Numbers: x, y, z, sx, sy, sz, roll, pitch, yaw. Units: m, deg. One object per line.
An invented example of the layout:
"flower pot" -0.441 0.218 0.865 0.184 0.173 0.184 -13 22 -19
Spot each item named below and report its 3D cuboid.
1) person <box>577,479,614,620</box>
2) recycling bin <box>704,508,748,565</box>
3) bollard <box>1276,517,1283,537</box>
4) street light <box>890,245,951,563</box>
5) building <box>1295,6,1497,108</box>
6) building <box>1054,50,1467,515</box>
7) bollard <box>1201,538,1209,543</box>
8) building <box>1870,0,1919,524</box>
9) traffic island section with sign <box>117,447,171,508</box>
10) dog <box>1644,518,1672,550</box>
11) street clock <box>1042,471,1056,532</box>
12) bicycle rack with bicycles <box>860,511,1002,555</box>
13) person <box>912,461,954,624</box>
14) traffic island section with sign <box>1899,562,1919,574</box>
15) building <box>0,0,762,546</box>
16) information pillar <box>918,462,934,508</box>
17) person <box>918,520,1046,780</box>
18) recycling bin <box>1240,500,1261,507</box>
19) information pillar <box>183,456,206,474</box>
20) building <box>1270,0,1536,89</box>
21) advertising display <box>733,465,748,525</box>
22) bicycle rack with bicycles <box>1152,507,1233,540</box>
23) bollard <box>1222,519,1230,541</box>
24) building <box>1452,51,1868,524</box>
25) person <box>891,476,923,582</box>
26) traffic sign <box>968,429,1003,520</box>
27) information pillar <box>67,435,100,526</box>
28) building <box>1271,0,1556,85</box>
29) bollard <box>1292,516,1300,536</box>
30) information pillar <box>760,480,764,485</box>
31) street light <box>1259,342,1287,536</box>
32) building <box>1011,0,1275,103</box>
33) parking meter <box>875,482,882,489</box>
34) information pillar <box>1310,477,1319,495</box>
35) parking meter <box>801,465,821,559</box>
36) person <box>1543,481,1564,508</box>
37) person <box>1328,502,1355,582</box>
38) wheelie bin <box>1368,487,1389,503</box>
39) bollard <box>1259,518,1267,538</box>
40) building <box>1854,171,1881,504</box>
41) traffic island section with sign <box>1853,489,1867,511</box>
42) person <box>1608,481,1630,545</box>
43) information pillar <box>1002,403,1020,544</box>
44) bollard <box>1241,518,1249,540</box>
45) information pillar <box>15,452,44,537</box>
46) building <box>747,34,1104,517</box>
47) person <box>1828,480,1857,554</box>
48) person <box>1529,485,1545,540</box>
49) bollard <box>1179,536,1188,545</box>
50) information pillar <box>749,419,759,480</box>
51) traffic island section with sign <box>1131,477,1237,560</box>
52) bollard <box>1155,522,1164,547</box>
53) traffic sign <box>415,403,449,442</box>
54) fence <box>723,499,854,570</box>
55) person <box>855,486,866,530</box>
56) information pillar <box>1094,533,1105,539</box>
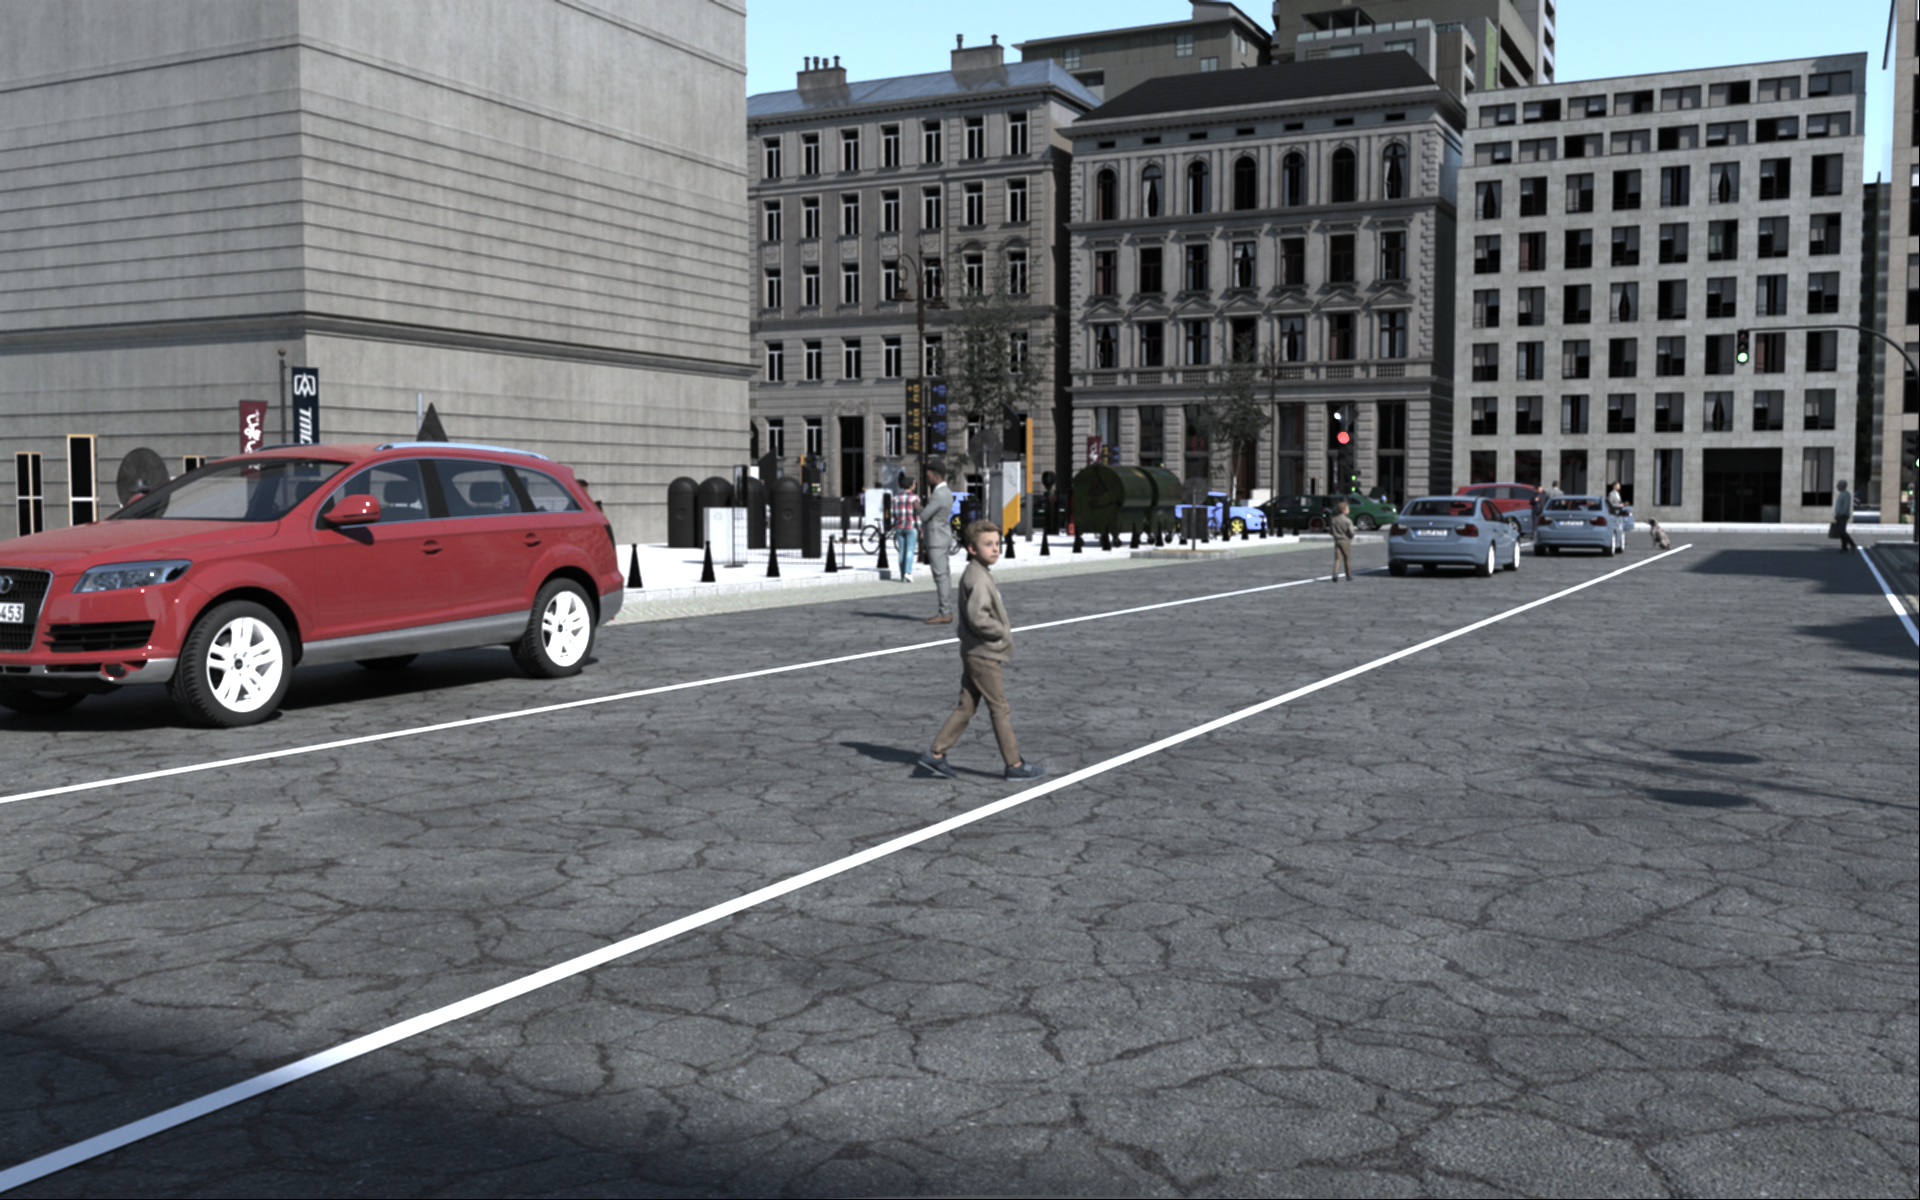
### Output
"person" -4.159 -0.548 19.323 0.647 1.594 0.662 1 4 19
"recycling bin" -4.321 -1.184 31.914 0.722 1.027 0.722 -1 4 -16
"bollard" 9.564 -2.185 51.763 0.229 0.601 0.229 0 3 0
"street light" -0.729 -3.641 32.321 0.468 5.910 1.993 2 4 26
"building" 36.850 -28.356 147.210 14.154 41.232 14.086 2 4 26
"building" 16.229 -15.991 90.334 19.941 23.489 11.050 2 4 26
"bollard" 6.443 -1.803 45.518 0.229 0.601 0.229 0 3 0
"building" 58.655 -16.477 73.909 34.151 26.468 19.350 2 4 26
"traffic island section with sign" -7.202 -0.334 14.086 1.989 1.847 2.006 2 4 26
"dog" 18.076 -1.695 44.557 0.513 0.831 0.800 -1 4 -19
"street clock" 2.816 -3.089 55.070 0.358 2.002 0.471 -2 4 -31
"bicycle rack with bicycles" -0.353 -1.437 36.870 2.852 0.926 2.925 -3 5 -43
"person" -0.300 -0.648 19.276 0.466 1.800 0.511 0 4 -2
"traffic island section with sign" 18.105 -1.382 31.227 1.989 1.847 2.006 2 4 26
"building" -28.545 -16.737 50.060 44.131 29.872 17.030 2 4 26
"information pillar" -0.773 -2.170 39.968 0.304 2.012 0.304 2 4 26
"person" 0.103 0.249 8.709 0.640 1.303 0.475 -1 4 -15
"recycling bin" 13.450 -4.143 80.293 0.722 1.027 0.722 -2 4 -28
"information pillar" -14.819 -1.780 33.591 0.304 2.012 0.304 0 4 2
"building" 41.615 -33.077 164.516 21.300 48.544 21.600 2 4 26
"advertising display" -4.880 -2.038 38.536 0.123 1.923 0.974 -1 4 -19
"bicycle rack with bicycles" 6.218 -2.204 49.411 2.852 0.926 2.925 -1 4 -12
"bollard" 7.231 -1.899 47.089 0.229 0.601 0.229 0 3 0
"building" 32.985 -13.888 81.815 16.860 20.320 10.420 2 4 26
"person" -0.877 -1.153 28.181 0.563 1.720 0.643 2 4 29
"traffic sign" 0.485 -2.085 34.196 0.768 2.556 0.104 2 4 28
"information pillar" -10.890 -1.043 21.551 0.304 2.012 0.304 -1 4 -17
"building" 48.321 -39.400 186.186 28.212 58.520 21.231 2 4 26
"bollard" 10.341 -2.280 53.321 0.229 0.601 0.229 0 3 0
"information pillar" -10.744 -5.422 93.144 0.304 2.012 0.304 -1 4 -22
"street light" 9.507 -4.886 52.676 0.468 5.910 1.993 2 4 26
"building" 22.244 -37.139 196.464 27.495 52.752 28.713 2 4 26
"parking meter" -3.983 -4.877 85.451 0.255 1.863 0.399 3 4 38
"information pillar" 15.464 -4.351 75.637 0.304 2.012 0.304 2 4 32
"parking meter" -2.961 -1.763 34.533 0.255 1.863 0.399 -3 4 -37
"person" 16.917 -2.492 49.372 0.709 1.813 0.853 2 4 33
"person" 6.222 -0.947 28.261 0.475 1.303 0.640 2 4 30
"wheelie bin" 17.987 -4.074 74.516 0.693 1.594 0.980 -3 5 -44
"bollard" 8.784 -2.089 50.202 0.229 0.601 0.229 0 3 0
"building" 114.897 -32.927 221.945 14.086 41.232 14.154 2 4 26
"traffic island section with sign" 77.171 -8.615 149.490 1.989 1.847 2.006 2 4 26
"person" 18.604 -2.463 48.963 0.583 1.804 0.606 3 5 41
"information pillar" 1.305 -3.240 44.327 0.504 3.616 0.183 2 4 34
"bollard" 8.006 -1.994 48.647 0.229 0.601 0.229 0 3 0
"information pillar" -16.410 -1.595 30.566 0.304 2.012 0.304 1 4 10
"building" -3.588 -18.581 101.057 25.104 27.353 12.463 2 4 26
"person" 21.272 -2.000 41.693 0.515 1.767 0.782 1 4 12
"person" 18.105 -2.740 54.223 0.541 1.710 0.530 2 4 31
"bollard" 5.668 -1.708 43.962 0.229 0.601 0.229 0 3 0
"information pillar" -6.229 -3.706 51.946 0.183 3.616 0.504 2 4 34
"traffic island section with sign" 5.093 -1.839 38.690 1.989 1.847 2.006 2 4 26
"bollard" 4.886 -1.612 42.400 0.229 0.601 0.229 0 3 0
"traffic sign" -7.538 -1.510 24.697 0.884 2.594 0.081 2 4 31
"fence" -2.978 -1.148 29.966 2.264 1.192 0.480 1 4 20
"person" -3.663 -3.458 65.853 0.655 1.722 0.431 0 4 -1
"information pillar" 4.015 -2.752 49.493 0.304 2.012 0.304 0 4 -4
